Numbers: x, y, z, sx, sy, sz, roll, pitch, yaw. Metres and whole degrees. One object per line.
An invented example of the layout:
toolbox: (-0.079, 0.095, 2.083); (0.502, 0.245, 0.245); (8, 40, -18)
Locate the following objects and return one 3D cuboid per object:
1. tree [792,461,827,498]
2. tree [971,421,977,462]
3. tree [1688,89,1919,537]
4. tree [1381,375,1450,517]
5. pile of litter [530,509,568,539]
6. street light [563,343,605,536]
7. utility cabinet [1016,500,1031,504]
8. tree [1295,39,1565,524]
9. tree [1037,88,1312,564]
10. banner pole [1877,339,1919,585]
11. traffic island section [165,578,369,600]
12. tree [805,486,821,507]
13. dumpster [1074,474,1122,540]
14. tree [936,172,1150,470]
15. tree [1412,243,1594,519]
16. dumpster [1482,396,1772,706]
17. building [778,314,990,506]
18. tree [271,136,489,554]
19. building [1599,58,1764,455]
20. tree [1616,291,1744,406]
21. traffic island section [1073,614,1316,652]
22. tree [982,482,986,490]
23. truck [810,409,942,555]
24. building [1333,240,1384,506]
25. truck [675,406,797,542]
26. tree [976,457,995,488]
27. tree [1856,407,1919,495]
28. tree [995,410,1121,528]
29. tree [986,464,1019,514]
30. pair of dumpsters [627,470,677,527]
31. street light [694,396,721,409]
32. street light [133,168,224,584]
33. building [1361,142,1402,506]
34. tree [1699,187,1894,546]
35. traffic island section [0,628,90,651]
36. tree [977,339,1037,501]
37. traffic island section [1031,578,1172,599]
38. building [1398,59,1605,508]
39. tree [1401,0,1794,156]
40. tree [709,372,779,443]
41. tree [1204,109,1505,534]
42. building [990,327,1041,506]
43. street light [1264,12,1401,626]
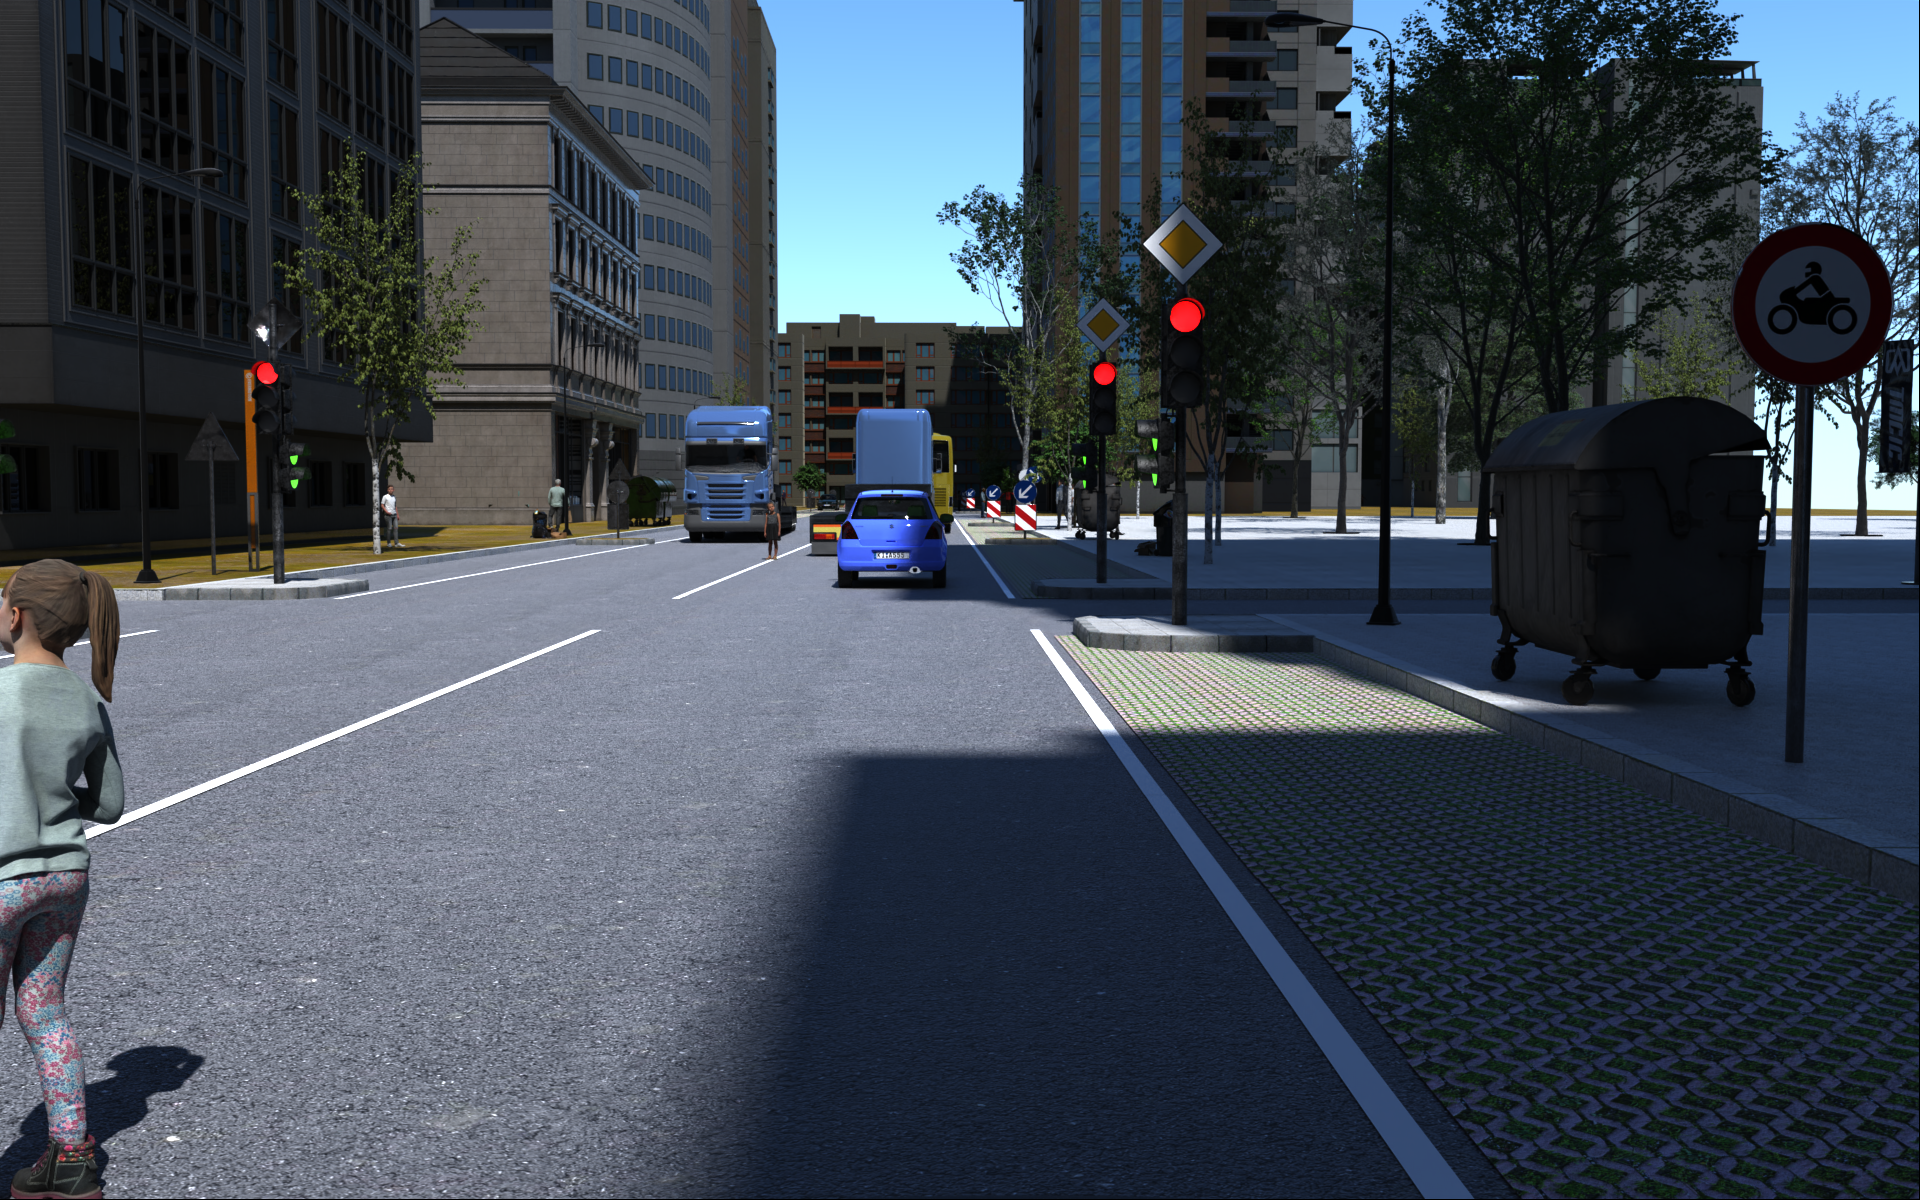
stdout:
tree: (-14.551, -11.177, 166.454); (4.285, 4.588, 4.351); (0, 3, 0)
tree: (2.752, -12.916, 161.532); (4.737, 8.622, 4.395); (0, 3, 0)
tree: (27.434, -8.692, 52.482); (12.009, 13.543, 11.850); (0, 3, 0)
tree: (25.530, -8.943, 96.586); (4.737, 8.622, 4.395); (0, 3, 0)
pile of litter: (-12.039, -2.246, 50.684); (1.176, 0.858, 1.719); (0, 4, -2)
street light: (-11.623, -4.946, 53.402); (1.470, 5.913, 1.316); (0, 4, -1)
utility cabinet: (3.415, -5.148, 92.848); (0.318, 1.500, 1.173); (-1, 4, -23)
tree: (19.234, -13.354, 74.226); (12.611, 20.169, 13.585); (0, 3, 0)
tree: (4.444, -4.980, 31.792); (4.737, 8.622, 4.395); (0, 3, 0)
banner pole: (13.481, -2.120, 24.686); (0.401, 3.779, 0.863); (-2, 4, -29)
traffic island section: (-9.776, -0.156, 24.830); (2.009, 0.180, 2.903); (0, 4, -1)
tree: (-15.046, -10.980, 174.117); (1.663, 3.219, 1.824); (0, 3, 0)
dumpster: (3.931, -2.658, 49.217); (1.264, 1.857, 1.865); (0, 4, -1)
tree: (4.819, -14.934, 100.065); (12.611, 20.169, 13.585); (0, 3, 0)
tree: (27.660, -11.153, 88.999); (9.857, 13.997, 8.962); (0, 3, 0)
dumpster: (4.252, -0.330, 11.153); (1.264, 1.857, 1.865); (0, 4, -1)
building: (-11.636, -21.716, 200.099); (28.899, 21.520, 27.650); (0, 4, -1)
tree: (-12.215, -5.286, 36.784); (4.737, 8.622, 4.395); (0, 3, 0)
building: (66.578, -29.525, 166.320); (14.086, 41.232, 14.154); (0, 4, -1)
tree: (25.935, -6.834, 62.099); (4.737, 8.622, 4.395); (0, 3, 0)
traffic island section: (2.175, 0.323, 17.004); (2.009, 0.180, 2.903); (0, 4, -1)
tree: (2.782, -8.878, 139.751); (1.663, 3.219, 1.824); (0, 3, 0)
truck: (-2.152, -3.617, 48.901); (2.967, 4.110, 18.799); (0, 4, 1)
building: (39.030, -25.842, 194.213); (14.107, 30.474, 14.160); (0, 4, -1)
truck: (-7.192, -4.217, 58.710); (2.967, 4.110, 18.799); (0, 4, -3)
tree: (3.038, -10.213, 150.695); (4.285, 4.588, 4.351); (0, 3, 0)
tree: (51.655, -7.061, 78.357); (20.602, 7.101, 11.467); (2, 4, 35)
tree: (4.458, -5.042, 66.147); (4.285, 4.588, 4.351); (0, 3, 0)
tree: (3.028, -7.120, 111.015); (1.663, 3.219, 1.824); (0, 3, 0)
pair of dumpsters: (-12.466, -4.105, 69.618); (1.574, 2.255, 4.437); (0, 4, -1)
street light: (-12.044, -6.711, 82.274); (1.470, 5.913, 1.316); (0, 4, -1)
street light: (-11.192, -3.198, 24.832); (1.470, 5.913, 1.316); (0, 4, -1)
building: (53.272, -31.236, 194.295); (14.086, 41.232, 14.154); (0, 4, -1)
tree: (20.302, -5.634, 42.484); (4.360, 8.622, 3.978); (0, 3, 0)
traffic island section: (-9.665, 0.332, 16.845); (2.009, 0.180, 2.903); (0, 4, -1)
tree: (3.675, -6.716, 60.175); (4.737, 8.622, 4.395); (0, 3, 0)
traffic island section: (2.065, -0.166, 24.988); (2.009, 0.180, 2.903); (0, 4, -1)
building: (51.660, -29.544, 166.641); (14.086, 41.232, 14.154); (0, 4, -1)
tree: (11.383, -6.558, 32.978); (9.928, 11.665, 9.643); (0, 3, 0)
tree: (-13.242, -9.398, 104.012); (4.737, 8.622, 4.395); (0, 3, 0)
tree: (12.410, -8.882, 55.592); (12.009, 13.543, 11.850); (0, 3, 0)
building: (17.433, -21.776, 201.083); (28.899, 21.520, 27.650); (0, 4, -1)
street light: (3.637, -2.713, 16.897); (1.470, 5.913, 1.316); (0, 4, -1)
